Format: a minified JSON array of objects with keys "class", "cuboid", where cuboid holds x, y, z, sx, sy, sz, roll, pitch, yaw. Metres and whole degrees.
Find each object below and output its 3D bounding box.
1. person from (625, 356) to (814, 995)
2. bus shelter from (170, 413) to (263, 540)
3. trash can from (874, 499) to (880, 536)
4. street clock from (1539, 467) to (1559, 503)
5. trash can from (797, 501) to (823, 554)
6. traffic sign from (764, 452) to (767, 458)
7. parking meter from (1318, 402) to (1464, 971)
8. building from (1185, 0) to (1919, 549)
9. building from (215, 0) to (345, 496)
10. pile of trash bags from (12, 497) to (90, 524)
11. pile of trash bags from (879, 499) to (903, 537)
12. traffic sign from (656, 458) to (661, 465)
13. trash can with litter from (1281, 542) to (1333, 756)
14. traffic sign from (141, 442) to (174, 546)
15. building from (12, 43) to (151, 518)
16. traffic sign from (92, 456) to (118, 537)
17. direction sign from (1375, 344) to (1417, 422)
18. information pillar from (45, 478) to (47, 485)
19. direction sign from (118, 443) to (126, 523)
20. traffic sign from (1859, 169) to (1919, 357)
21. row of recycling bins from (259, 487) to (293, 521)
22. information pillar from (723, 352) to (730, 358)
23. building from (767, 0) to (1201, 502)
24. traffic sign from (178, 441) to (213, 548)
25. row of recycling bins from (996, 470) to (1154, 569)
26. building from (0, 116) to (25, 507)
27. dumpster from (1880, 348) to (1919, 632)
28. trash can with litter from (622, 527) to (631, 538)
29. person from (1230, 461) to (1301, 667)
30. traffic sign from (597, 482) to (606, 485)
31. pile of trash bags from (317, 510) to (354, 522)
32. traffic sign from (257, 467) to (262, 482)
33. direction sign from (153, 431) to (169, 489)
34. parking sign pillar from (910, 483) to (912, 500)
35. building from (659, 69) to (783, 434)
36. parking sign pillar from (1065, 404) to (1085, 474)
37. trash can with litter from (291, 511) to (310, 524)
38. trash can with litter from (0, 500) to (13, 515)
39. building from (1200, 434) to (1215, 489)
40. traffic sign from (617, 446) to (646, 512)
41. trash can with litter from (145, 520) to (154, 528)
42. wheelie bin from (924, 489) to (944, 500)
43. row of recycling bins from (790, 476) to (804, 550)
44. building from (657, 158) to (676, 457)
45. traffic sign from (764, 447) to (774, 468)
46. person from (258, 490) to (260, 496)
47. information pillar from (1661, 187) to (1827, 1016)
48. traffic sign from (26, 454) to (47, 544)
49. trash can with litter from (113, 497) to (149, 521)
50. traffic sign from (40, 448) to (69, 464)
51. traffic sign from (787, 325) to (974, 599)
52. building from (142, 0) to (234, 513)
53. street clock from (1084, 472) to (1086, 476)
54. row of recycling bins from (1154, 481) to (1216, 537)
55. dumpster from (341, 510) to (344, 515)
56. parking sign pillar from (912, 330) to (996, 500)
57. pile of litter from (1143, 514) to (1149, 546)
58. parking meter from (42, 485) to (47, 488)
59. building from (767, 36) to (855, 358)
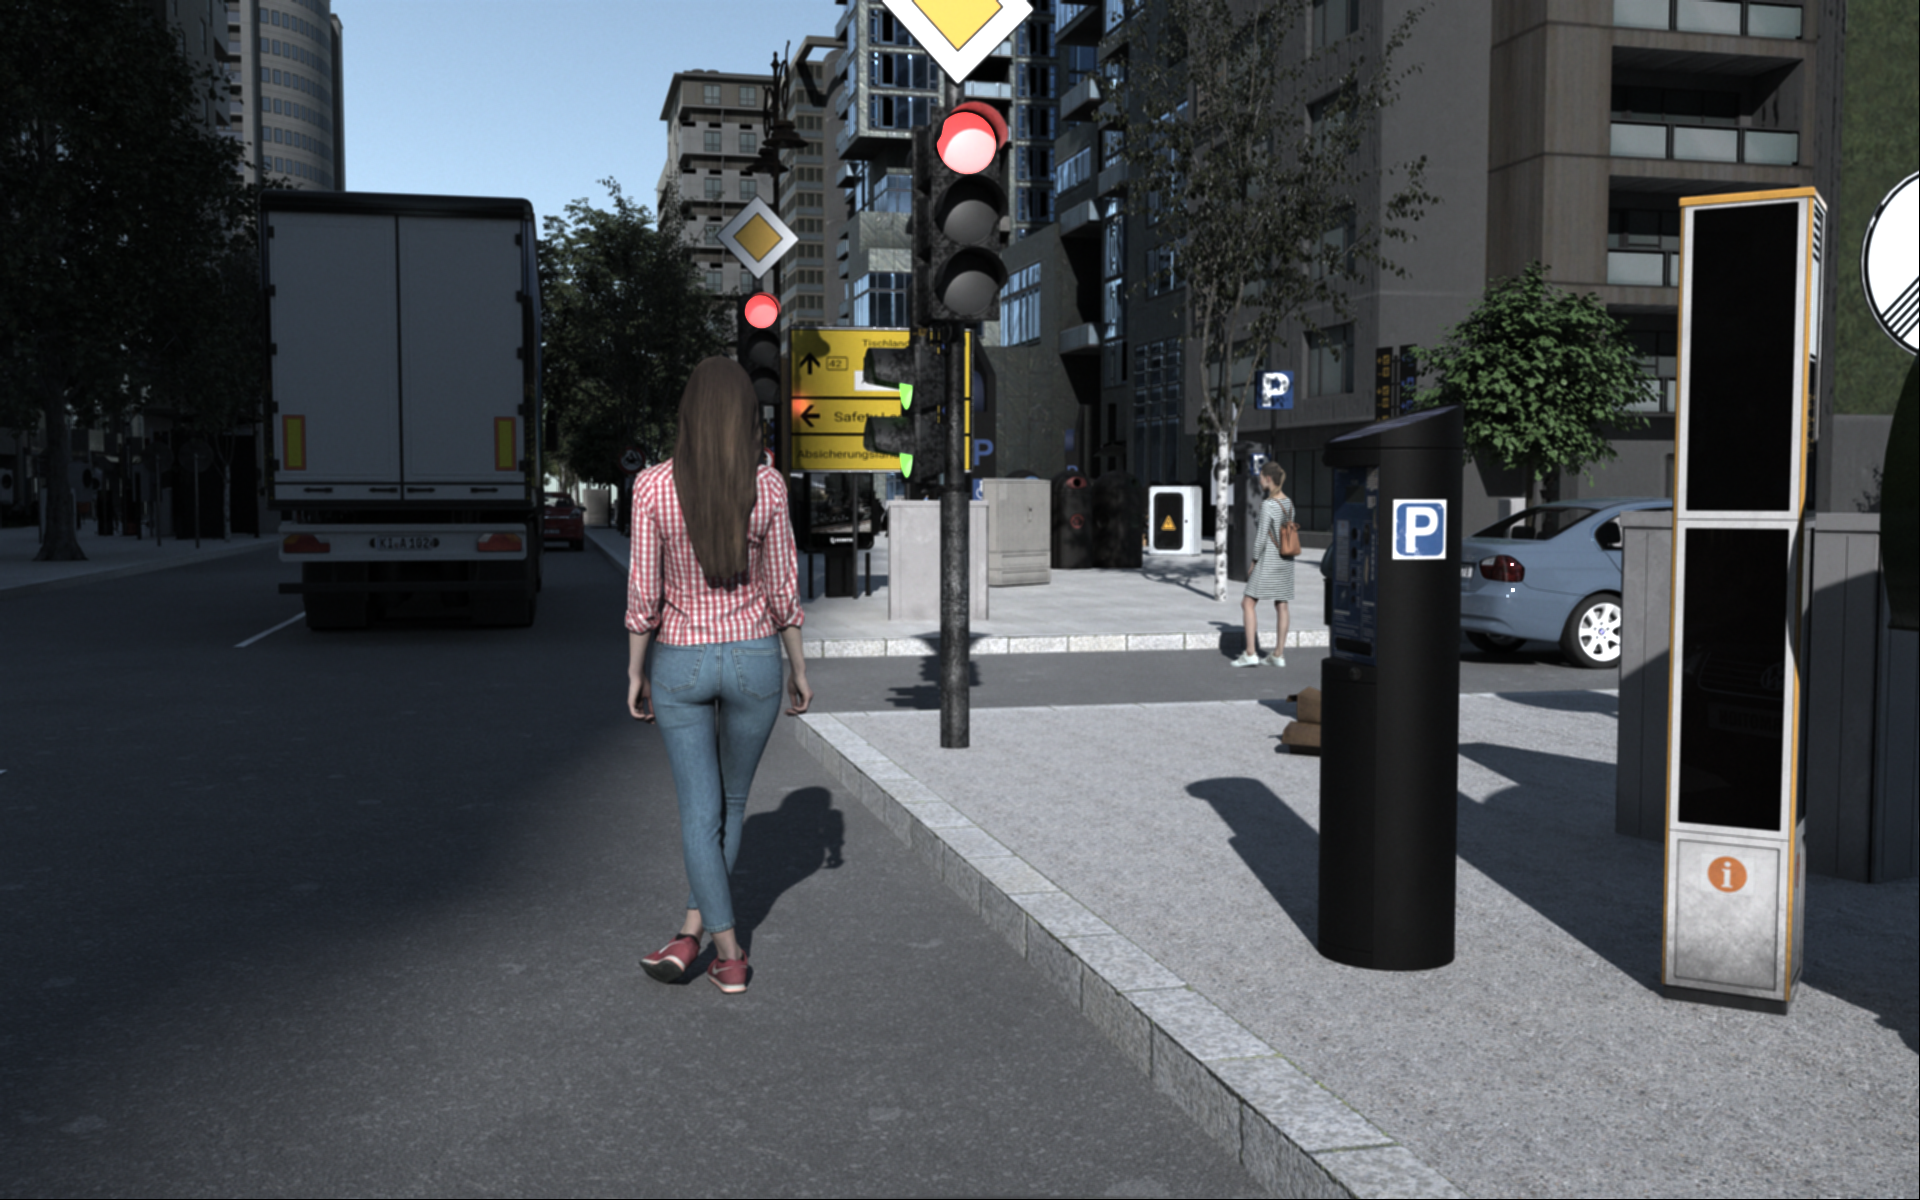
[{"class":"person","cuboid":[-0.688,0.214,5.012,0.555,1.821,0.388,-2,4,-26]},{"class":"bus shelter","cuboid":[-22.062,-3.703,51.823,1.731,3.624,6.357,-1,4,-14]},{"class":"trash can","cuboid":[-2.814,-2.563,53.561,0.748,1.137,0.748,0,3,0]},{"class":"street clock","cuboid":[11.100,-1.718,32.662,0.358,2.002,0.471,0,4,0]},{"class":"trash can","cuboid":[-3.171,-1.584,37.557,0.748,1.137,0.748,0,3,0]},{"class":"traffic sign","cuboid":[-3.311,-1.576,25.771,0.884,2.594,0.081,-1,4,-11]},{"class":"parking meter","cuboid":[1.188,0.221,4.790,0.372,1.533,0.369,0,3,0]},{"class":"building","cuboid":[14.302,-21.813,40.231,14.086,41.232,14.154,-1,4,-14]},{"class":"building","cuboid":[-79.682,-39.606,189.564,21.231,58.520,28.212,-1,4,-14]},{"class":"pile of trash bags","cuboid":[-38.762,-3.897,73.461,3.447,1.369,1.912,-2,4,-25]},{"class":"pile of trash bags","cuboid":[-0.613,-2.550,51.445,3.447,1.369,1.912,3,5,40]},{"class":"traffic sign","cuboid":[-10.963,-3.854,63.013,0.884,2.594,0.081,-1,4,-12]},{"class":"trash can with litter","cuboid":[2.060,0.163,8.724,0.624,1.170,1.055,2,4,34]},{"class":"traffic sign","cuboid":[-19.673,-2.591,42.473,0.768,2.556,0.104,0,4,-4]},{"class":"building","cuboid":[-58.535,-29.079,95.049,23.786,49.044,30.456,-1,4,-14]},{"class":"traffic sign","cuboid":[-25.816,-3.125,52.280,0.795,2.450,0.064,-1,4,-13]},{"class":"direction sign","cuboid":[6.677,-2.117,26.610,0.379,3.537,0.876,-2,4,-28]},{"class":"information pillar","cuboid":[-27.331,-2.916,52.171,0.304,2.012,0.304,-3,4,-39]},{"class":"direction sign","cuboid":[-37.545,-5.243,77.712,0.379,3.537,0.876,0,4,-6]},{"class":"traffic sign","cuboid":[3.817,-0.408,6.773,0.768,2.556,0.104,0,4,-8]},{"class":"row of recycling bins","cuboid":[-32.579,-4.677,83.589,1.069,1.692,3.534,0,4,8]},{"class":"information pillar","cuboid":[-3.765,-2.275,28.543,0.183,3.616,0.504,-2,4,-31]},{"class":"building","cuboid":[-0.031,-49.124,115.852,22.319,86.520,31.000,-1,4,-14]},{"class":"traffic sign","cuboid":[-18.006,-2.491,40.834,0.768,2.556,0.104,-1,4,-11]},{"class":"row of recycling bins","cuboid":[1.466,-1.378,29.644,3.534,1.692,1.069,-2,4,-24]},{"class":"building","cuboid":[-49.603,-26.877,63.143,21.300,48.544,21.600,-1,4,-14]},{"class":"dumpster","cuboid":[2.957,-0.034,3.050,1.502,2.255,1.985,-1,4,-14]},{"class":"trash can with litter","cuboid":[-9.446,-2.443,51.322,1.055,1.170,0.624,-2,4,-32]},{"class":"person","cuboid":[2.596,-0.300,14.410,0.522,1.701,0.512,3,5,41]},{"class":"traffic sign","cuboid":[-17.691,-5.254,85.900,0.884,2.594,0.081,-1,4,-10]},{"class":"pile of trash bags","cuboid":[-27.981,-4.177,78.046,1.912,1.369,3.447,-1,4,-21]},{"class":"traffic sign","cuboid":[-31.895,-4.775,78.176,0.768,2.556,0.104,0,4,-4]},{"class":"direction sign","cuboid":[-28.911,-4.327,62.749,0.876,3.537,0.379,2,4,32]},{"class":"parking sign pillar","cuboid":[-1.411,-4.579,63.333,1.447,3.967,1.447,3,5,39]},{"class":"building","cuboid":[-21.769,-38.333,215.977,28.713,52.752,27.495,-1,4,-14]},{"class":"parking sign pillar","cuboid":[3.415,-3.851,51.441,1.447,3.967,1.447,1,4,11]},{"class":"trash can with litter","cuboid":[-28.345,-3.895,74.736,1.678,1.210,2.233,0,4,-3]},{"class":"trash can with litter","cuboid":[-39.183,-3.668,71.353,1.055,1.170,0.624,3,4,39]},{"class":"building","cuboid":[12.929,-46.363,70.713,22.319,86.520,31.000,-1,4,-14]},{"class":"traffic sign","cuboid":[-8.618,-2.776,45.497,0.768,2.556,0.104,-1,4,-9]},{"class":"trash can with litter","cuboid":[-30.460,-3.331,65.855,1.055,1.170,0.624,0,4,0]},{"class":"wheelie bin","cuboid":[-0.725,-3.052,57.807,0.980,1.594,0.693,0,4,-1]},{"class":"row of recycling bins","cuboid":[-3.792,-2.060,40.786,1.069,1.692,3.534,1,4,16]},{"class":"building","cuboid":[-30.140,-37.651,239.291,21.300,48.544,21.600,-1,4,-14]},{"class":"traffic sign","cuboid":[-5.313,-2.836,46.474,0.768,2.556,0.104,0,4,-4]},{"class":"person","cuboid":[-65.842,-9.426,162.625,0.705,1.823,1.348,-2,4,-30]},{"class":"information pillar","cuboid":[1.983,0.006,4.389,0.304,2.012,0.304,2,4,31]},{"class":"traffic sign","cuboid":[-23.666,-2.593,44.520,0.606,2.300,0.079,0,4,-6]},{"class":"trash can with litter","cuboid":[-39.218,-4.321,81.714,2.233,1.210,1.678,2,4,23]},{"class":"traffic sign","cuboid":[-24.208,-2.824,46.281,0.768,2.556,0.104,0,4,-6]},{"class":"traffic sign","cuboid":[-0.960,-1.667,21.121,2.265,3.308,0.079,0,4,-7]},{"class":"building","cuboid":[-67.692,-32.614,122.478,28.713,52.752,27.495,-1,4,-14]},{"class":"street clock","cuboid":[3.674,-2.985,53.379,0.358,2.002,0.471,2,4,35]},{"class":"row of recycling bins","cuboid":[6.989,-2.832,53.413,1.069,1.692,3.534,-3,5,-42]},{"class":"dumpster","cuboid":[-29.886,-4.910,82.765,1.502,2.255,1.985,-1,4,-14]},{"class":"parking sign pillar","cuboid":[0.180,-2.361,27.070,1.447,3.967,1.447,-1,4,-16]},{"class":"pile of litter","cuboid":[4.477,-1.784,43.139,1.176,0.858,1.719,0,4,0]},{"class":"parking meter","cuboid":[-25.852,-2.494,49.186,0.372,1.533,0.369,0,3,0]},{"class":"building","cuboid":[-2.235,-27.712,144.973,32.217,40.220,23.993,-1,4,-14]}]
